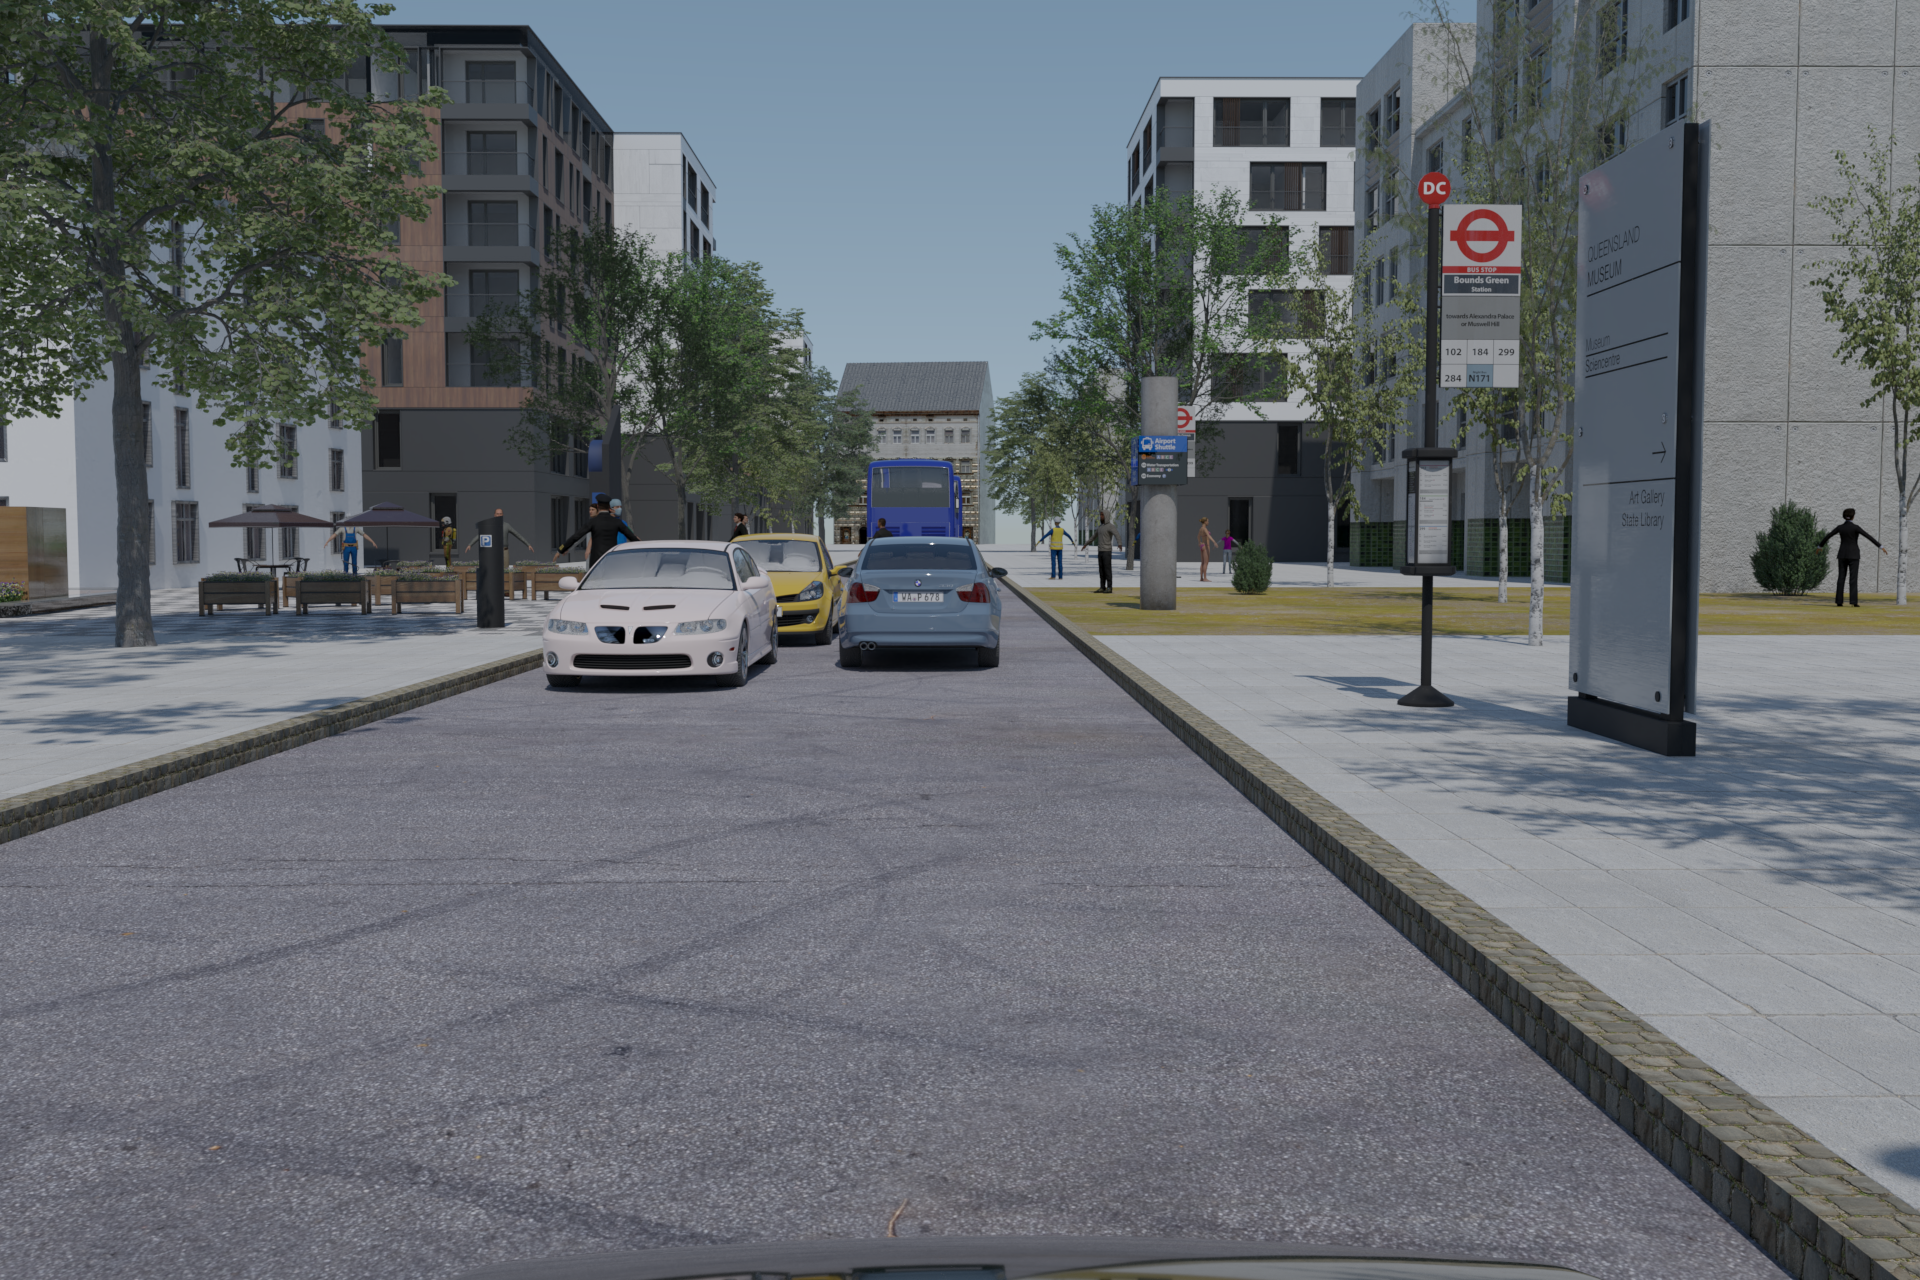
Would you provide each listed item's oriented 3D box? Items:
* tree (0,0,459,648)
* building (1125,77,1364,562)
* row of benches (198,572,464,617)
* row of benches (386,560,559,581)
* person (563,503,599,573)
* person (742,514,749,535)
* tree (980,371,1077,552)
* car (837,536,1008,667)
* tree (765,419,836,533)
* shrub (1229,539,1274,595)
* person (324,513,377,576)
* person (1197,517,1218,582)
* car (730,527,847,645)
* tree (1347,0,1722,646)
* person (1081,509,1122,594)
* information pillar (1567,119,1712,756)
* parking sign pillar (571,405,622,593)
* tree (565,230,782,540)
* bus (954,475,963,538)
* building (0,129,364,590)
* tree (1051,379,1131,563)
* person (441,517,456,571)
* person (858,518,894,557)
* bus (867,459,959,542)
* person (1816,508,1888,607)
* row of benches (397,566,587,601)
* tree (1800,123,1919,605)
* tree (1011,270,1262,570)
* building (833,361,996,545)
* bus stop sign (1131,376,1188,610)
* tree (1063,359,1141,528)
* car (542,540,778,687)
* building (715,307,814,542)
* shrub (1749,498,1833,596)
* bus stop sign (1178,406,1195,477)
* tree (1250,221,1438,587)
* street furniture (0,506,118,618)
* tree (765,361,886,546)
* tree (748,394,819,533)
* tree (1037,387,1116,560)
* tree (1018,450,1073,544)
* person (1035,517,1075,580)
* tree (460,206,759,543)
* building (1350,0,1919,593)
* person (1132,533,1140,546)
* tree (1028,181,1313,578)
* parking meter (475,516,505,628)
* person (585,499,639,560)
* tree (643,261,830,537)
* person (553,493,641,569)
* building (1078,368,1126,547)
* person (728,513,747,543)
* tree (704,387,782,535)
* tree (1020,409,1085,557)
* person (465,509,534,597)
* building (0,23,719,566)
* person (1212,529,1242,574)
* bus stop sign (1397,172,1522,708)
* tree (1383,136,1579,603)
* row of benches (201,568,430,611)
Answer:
[{"bbox_3d":[-9.864,-6.196,19.425,7.486,12.596,7.792,0,3,0],"label":"tree"},{"bbox_3d":[22.699,-15.303,94.179,27.936,21.610,32.646,0,4,-1],"label":"building"},{"bbox_3d":[-10.053,-0.741,27.579,4.104,0.672,1.422,-1,4,-10],"label":"row of benches"},{"bbox_3d":[-11.618,-1.567,41.086,4.104,0.672,1.422,-1,4,-11],"label":"row of benches"},{"bbox_3d":[-6.215,-1.426,29.499,1.347,1.806,0.705,2,4,33],"label":"person"},{"bbox_3d":[-5.772,-2.464,46.422,0.704,1.812,1.346,0,4,3],"label":"person"},{"bbox_3d":[4.926,-12.391,120.727,7.486,12.596,7.792,0,3,0],"label":"tree"},{"bbox_3d":[-0.438,-0.486,19.943,2.014,1.417,4.499,0,4,0],"label":"car"},{"bbox_3d":[-10.222,-9.436,104.646,4.360,8.622,3.978,0,3,0],"label":"tree"},{"bbox_3d":[6.157,-1.558,36.584,1.383,1.207,1.383,0,3,0],"label":"shrub"},{"bbox_3d":[-16.179,-2.452,45.952,1.347,1.847,0.705,-2,4,-27],"label":"person"},{"bbox_3d":[6.669,-2.438,46.672,0.721,1.733,1.217,-1,4,-14],"label":"person"},{"bbox_3d":[-2.510,-0.818,23.605,2.015,1.641,3.980,0,4,0],"label":"car"},{"bbox_3d":[6.738,-4.249,19.836,4.360,8.622,3.978,0,3,0],"label":"tree"},{"bbox_3d":[3.114,-1.915,37.440,0.705,1.813,1.348,-2,4,-34],"label":"person"},{"bbox_3d":[4.159,-1.185,10.697,0.184,3.620,1.656,0,3,0],"label":"information pillar"},{"bbox_3d":[-7.273,-2.880,35.563,1.447,3.967,1.447,0,4,0],"label":"parking sign pillar"},{"bbox_3d":[-9.741,-8.207,59.934,9.928,11.665,9.643,0,3,0],"label":"tree"},{"bbox_3d":[-1.297,-4.681,68.082,2.896,3.916,12.251,0,4,-1],"label":"bus"},{"bbox_3d":[-22.872,-6.603,50.102,9.099,9.664,28.070,0,4,0],"label":"building"},{"bbox_3d":[5.565,-7.753,77.125,4.360,8.622,3.978,0,3,0],"label":"tree"},{"bbox_3d":[-17.327,-3.221,58.437,0.705,1.858,1.354,-1,4,-18],"label":"person"},{"bbox_3d":[-1.817,-1.913,39.963,0.704,1.802,1.346,3,5,41],"label":"person"},{"bbox_3d":[-1.445,-3.930,55.810,2.896,3.916,12.251,0,4,0],"label":"bus"},{"bbox_3d":[15.670,-1.453,30.481,0.721,1.740,1.216,-3,5,-39],"label":"person"},{"bbox_3d":[-8.980,-1.117,33.722,4.104,0.672,1.422,1,4,12],"label":"row of benches"},{"bbox_3d":[17.184,-4.930,30.961,4.737,8.622,4.395,0,3,0],"label":"tree"},{"bbox_3d":[6.005,-7.720,60.640,8.767,10.594,7.601,0,4,-3],"label":"tree"},{"bbox_3d":[-5.429,-23.628,219.703,18.063,23.208,19.493,0,4,7],"label":"building"},{"bbox_3d":[3.362,-2.463,29.285,0.837,3.901,0.837,0,4,-2],"label":"bus stop sign"},{"bbox_3d":[5.905,-7.304,69.775,4.737,8.622,4.395,0,3,0],"label":"tree"},{"bbox_3d":[-2.947,-0.330,17.763,2.083,1.381,4.827,0,4,0],"label":"car"},{"bbox_3d":[-29.547,-20.007,171.094,27.936,21.610,32.646,0,4,-1],"label":"building"},{"bbox_3d":[17.248,-1.930,35.968,1.690,2.028,1.600,0,3,0],"label":"shrub"},{"bbox_3d":[4.038,-2.707,32.961,0.855,3.939,0.416,0,4,-1],"label":"bus stop sign"},{"bbox_3d":[9.165,-5.572,41.469,4.737,8.622,4.395,0,3,0],"label":"tree"},{"bbox_3d":[-19.149,-1.320,28.444,9.812,1.723,11.010,-1,4,-10],"label":"street furniture"},{"bbox_3d":[-10.098,-13.443,126.450,9.857,13.997,8.962,0,3,0],"label":"tree"},{"bbox_3d":[-9.703,-8.542,90.017,4.737,8.622,4.395,0,3,0],"label":"tree"},{"bbox_3d":[5.804,-8.309,86.217,4.737,8.622,4.395,0,3,0],"label":"tree"},{"bbox_3d":[10.826,-18.350,218.144,7.486,12.596,7.792,0,3,0],"label":"tree"},{"bbox_3d":[2.693,-2.585,48.723,1.216,1.772,0.721,-1,4,-20],"label":"person"},{"bbox_3d":[-9.506,-7.024,49.257,8.767,10.594,7.601,-3,5,-43],"label":"tree"},{"bbox_3d":[24.043,-11.412,53.041,16.747,18.905,31.486,0,4,0],"label":"building"},{"bbox_3d":[5.821,-2.845,52.486,1.349,1.833,0.705,-1,4,-18],"label":"person"},{"bbox_3d":[6.015,-7.624,50.412,9.928,11.665,9.643,0,3,0],"label":"tree"},{"bbox_3d":[-6.448,-0.939,23.764,0.372,1.533,0.369,0,3,0],"label":"parking meter"},{"bbox_3d":[-5.256,-1.247,26.517,0.704,1.817,1.347,3,4,37],"label":"person"},{"bbox_3d":[-9.276,-9.395,71.732,7.486,12.596,7.792,0,3,0],"label":"tree"},{"bbox_3d":[-4.876,-1.087,23.706,1.347,1.837,0.705,-2,4,-24],"label":"person"},{"bbox_3d":[22.672,-19.987,193.238,16.747,18.905,31.486,0,4,0],"label":"building"},{"bbox_3d":[-5.505,-2.248,42.934,0.705,1.806,1.347,-2,4,-27],"label":"person"},{"bbox_3d":[-9.942,-7.977,80.781,4.737,8.622,4.395,0,3,0],"label":"tree"},{"bbox_3d":[5.254,-9.052,98.360,4.737,8.622,4.395,0,3,0],"label":"tree"},{"bbox_3d":[-9.385,-1.776,35.308,1.348,1.796,0.705,-1,4,-18],"label":"person"},{"bbox_3d":[-28.047,-14.807,86.069,27.936,21.610,32.646,0,4,-1],"label":"building"},{"bbox_3d":[8.590,-2.834,55.603,0.991,1.433,0.599,1,4,14],"label":"person"},{"bbox_3d":[3.715,-1.479,12.881,0.855,3.939,0.416,0,3,0],"label":"bus stop sign"},{"bbox_3d":[10.011,-4.988,31.918,4.737,8.622,4.395,0,3,0],"label":"tree"},{"bbox_3d":[-11.297,-0.910,30.346,1.422,0.672,4.104,3,5,42],"label":"row of benches"}]
